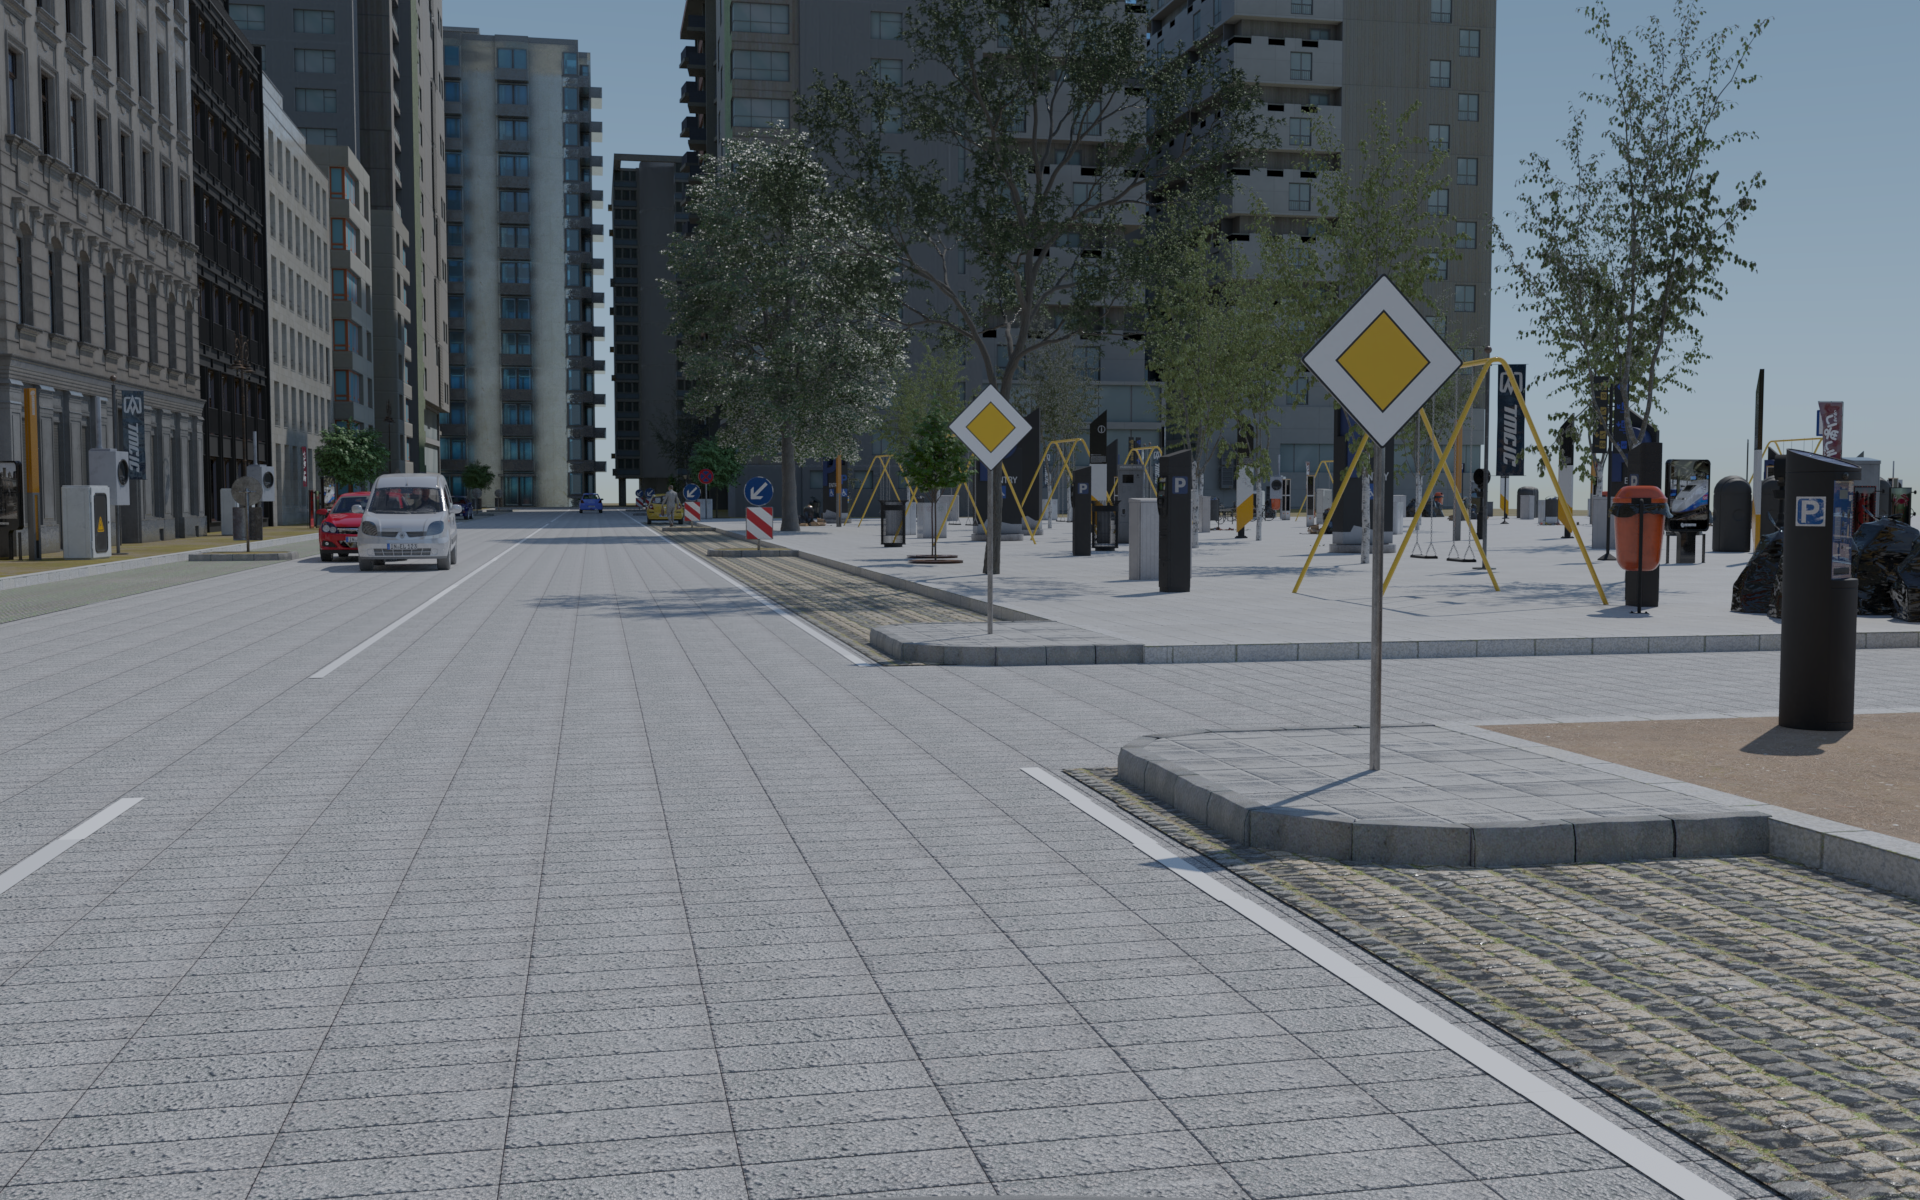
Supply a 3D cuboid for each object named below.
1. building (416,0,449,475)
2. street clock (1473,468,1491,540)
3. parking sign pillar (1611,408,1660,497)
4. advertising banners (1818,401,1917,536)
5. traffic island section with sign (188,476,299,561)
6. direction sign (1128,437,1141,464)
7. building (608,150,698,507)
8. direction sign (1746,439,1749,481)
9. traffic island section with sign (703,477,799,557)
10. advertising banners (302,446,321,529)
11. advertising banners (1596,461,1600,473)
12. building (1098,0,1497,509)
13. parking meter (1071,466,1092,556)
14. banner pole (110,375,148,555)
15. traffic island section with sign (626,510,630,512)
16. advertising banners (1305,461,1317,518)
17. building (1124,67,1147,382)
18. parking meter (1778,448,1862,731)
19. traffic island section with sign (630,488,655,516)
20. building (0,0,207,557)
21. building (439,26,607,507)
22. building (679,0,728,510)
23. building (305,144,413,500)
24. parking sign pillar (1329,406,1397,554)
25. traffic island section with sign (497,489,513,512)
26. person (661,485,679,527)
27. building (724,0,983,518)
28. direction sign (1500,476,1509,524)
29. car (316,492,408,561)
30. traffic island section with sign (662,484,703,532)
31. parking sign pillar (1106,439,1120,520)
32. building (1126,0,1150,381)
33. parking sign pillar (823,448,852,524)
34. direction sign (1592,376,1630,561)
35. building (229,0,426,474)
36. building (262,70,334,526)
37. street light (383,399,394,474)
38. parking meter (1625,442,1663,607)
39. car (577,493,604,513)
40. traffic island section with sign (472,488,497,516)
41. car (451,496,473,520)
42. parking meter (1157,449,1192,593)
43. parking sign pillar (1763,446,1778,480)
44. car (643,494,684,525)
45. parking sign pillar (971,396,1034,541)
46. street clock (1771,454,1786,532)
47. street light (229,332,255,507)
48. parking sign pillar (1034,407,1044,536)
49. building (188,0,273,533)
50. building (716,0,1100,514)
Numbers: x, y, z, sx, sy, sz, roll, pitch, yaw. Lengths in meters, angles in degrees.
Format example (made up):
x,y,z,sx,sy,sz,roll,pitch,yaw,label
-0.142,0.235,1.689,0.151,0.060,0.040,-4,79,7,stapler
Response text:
x,y,z,sx,sy,sz,roll,pitch,yaw,label
-56.341,-33.730,140.727,27.495,52.752,28.713,-1,4,-12,building
14.715,-2.709,48.867,0.358,2.002,0.471,-2,4,-26,street clock
19.416,-3.754,49.850,1.447,3.967,1.447,-2,4,-34,parking sign pillar
17.134,-2.237,32.761,2.074,3.025,0.090,0,4,-8,advertising banners
-15.543,-1.778,37.701,1.989,1.847,2.006,-1,4,-12,traffic island section with sign
6.937,-4.701,68.859,0.379,3.537,0.876,3,4,38,direction sign
-26.179,-30.476,190.161,23.993,40.220,32.217,-1,4,-12,building
32.588,-4.876,71.724,0.379,3.537,0.876,2,4,26,direction sign
-4.826,-1.922,40.057,1.989,1.847,2.006,-1,4,-12,traffic island section with sign
-24.075,-4.164,64.265,0.090,3.025,2.074,0,4,-4,advertising banners
34.076,-5.803,91.074,0.090,3.025,2.074,-1,4,-20,advertising banners
30.433,-34.874,159.433,27.495,52.752,28.713,-1,4,-12,building
2.507,-1.845,35.883,0.399,1.863,0.255,0,4,-8,parking meter
-17.682,-2.859,36.761,0.401,3.779,0.863,3,5,42,banner pole
-26.472,-8.176,142.299,1.989,1.847,2.006,-1,4,-12,traffic island section with sign
19.014,-5.927,93.094,0.090,3.025,2.074,3,4,38,advertising banners
8.673,-29.273,162.200,14.086,41.232,14.154,-1,4,-12,building
4.717,-0.067,9.502,0.372,1.533,0.369,0,3,0,parking meter
-20.832,-6.545,115.646,1.989,1.847,2.006,-1,4,-12,traffic island section with sign
-25.688,-11.824,42.477,9.793,20.994,18.267,-1,4,-12,building
-52.607,-34.294,180.308,30.456,49.044,23.786,-1,4,-12,building
-12.757,-30.321,150.376,22.147,44.769,28.867,-1,4,-12,building
-46.845,-15.445,97.562,27.650,21.520,28.899,-1,4,-12,building
8.841,-3.025,37.923,1.447,3.967,1.447,-1,4,-21,parking sign pillar
-37.123,-8.014,139.650,1.989,1.847,2.006,-1,4,-12,traffic island section with sign
-12.442,-4.020,74.352,0.709,1.813,0.853,-3,5,-39,person
-6.821,-25.561,101.512,14.154,41.232,14.086,-1,4,-12,building
23.289,-5.013,73.958,0.876,3.537,0.379,-1,4,-13,direction sign
-13.048,-1.793,38.358,2.155,1.783,4.494,-1,4,-13,car
-10.466,-3.552,66.699,1.989,1.847,2.006,-1,4,-12,traffic island section with sign
7.176,-5.886,84.705,1.447,3.967,1.447,2,4,32,parking sign pillar
15.827,-53.841,192.967,31.000,86.520,22.319,-1,4,-12,building
-5.462,-5.341,75.802,1.447,3.967,1.447,-3,5,-40,parking sign pillar
12.533,-2.533,33.411,0.876,3.537,0.379,-2,4,-24,direction sign
-45.089,-26.658,119.455,14.154,41.232,14.086,-1,4,-12,building
-33.882,-13.461,74.840,10.420,20.320,16.860,-1,4,-12,building
-27.844,-6.839,84.600,0.468,5.910,1.993,-1,4,-12,street light
7.814,-0.862,19.807,0.255,1.863,0.399,0,4,-4,parking meter
-27.762,-7.377,130.199,1.945,1.707,3.694,-1,4,-13,car
-31.514,-6.395,113.192,1.989,1.847,2.006,-1,4,-12,traffic island section with sign
-28.217,-5.146,96.722,1.945,1.354,3.894,-1,4,-11,car
2.800,-1.036,22.653,0.399,1.863,0.255,-1,4,-21,parking meter
45.822,-6.662,97.391,1.447,3.967,1.447,-1,4,-19,parking sign pillar
-14.050,-4.417,82.445,2.015,1.641,3.980,-1,4,-10,car
1.027,-3.617,47.602,1.447,3.967,1.447,-1,4,-17,parking sign pillar
14.998,-1.655,31.623,0.358,2.002,0.471,2,4,34,street clock
-20.458,-4.690,49.468,0.468,5.910,1.993,-1,4,-12,street light
1.892,-4.011,54.054,1.447,3.967,1.447,1,4,16,parking sign pillar
-31.452,-14.000,58.583,12.332,23.373,15.834,-1,4,-12,building
-2.873,-32.665,123.314,28.713,52.752,27.495,-1,4,-12,building
